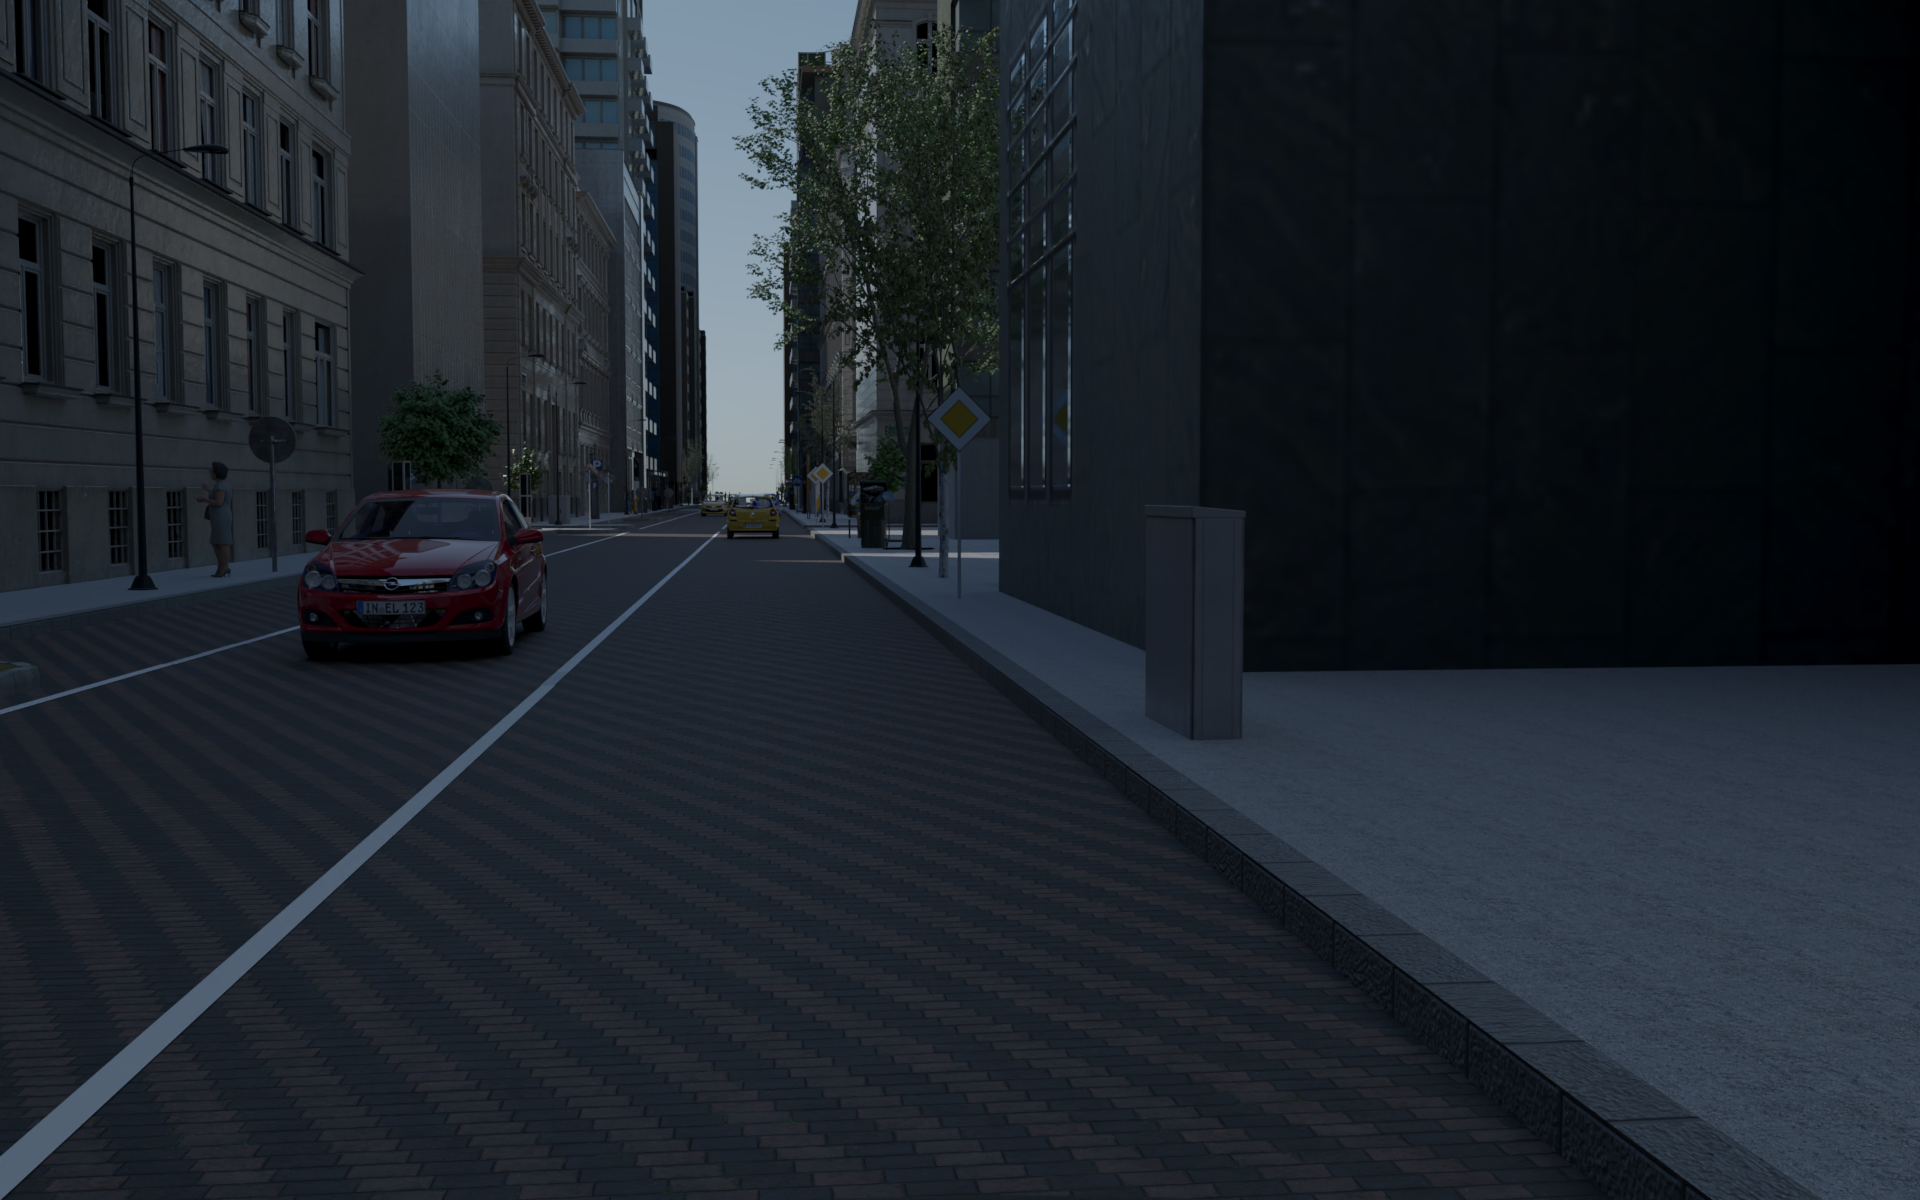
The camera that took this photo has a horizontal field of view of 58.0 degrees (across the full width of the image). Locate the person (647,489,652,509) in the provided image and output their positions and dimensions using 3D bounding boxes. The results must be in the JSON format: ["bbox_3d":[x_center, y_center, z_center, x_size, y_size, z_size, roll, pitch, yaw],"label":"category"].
[{"bbox_3d":[-25.958,-8.464,144.771,0.599,1.781,0.374,2,4,23],"label":"person"}]

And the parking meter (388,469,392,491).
[{"bbox_3d":[-13.102,-2.122,40.412,0.255,1.863,0.399,3,5,43],"label":"parking meter"}]

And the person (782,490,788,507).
[{"bbox_3d":[-17.960,-10.433,177.559,0.436,1.711,0.756,-2,4,-34],"label":"person"}]

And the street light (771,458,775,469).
[{"bbox_3d":[-19.526,-13.199,188.350,1.470,5.913,1.316,0,4,-7],"label":"street light"}]

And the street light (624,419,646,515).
[{"bbox_3d":[-20.090,-8.233,107.151,1.470,5.913,1.316,0,4,-7],"label":"street light"}]

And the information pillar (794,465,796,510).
[{"bbox_3d":[-13.297,-9.041,139.169,0.183,3.616,0.504,0,4,-5],"label":"information pillar"}]

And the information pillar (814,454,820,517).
[{"bbox_3d":[-8.145,-6.579,98.923,0.183,3.616,0.504,1,4,18],"label":"information pillar"}]

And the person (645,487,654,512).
[{"bbox_3d":[-22.366,-7.235,124.676,0.601,1.785,0.444,1,4,11],"label":"person"}]

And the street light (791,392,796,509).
[{"bbox_3d":[-6.771,-6.471,78.340,1.470,5.913,1.316,0,4,-7],"label":"street light"}]

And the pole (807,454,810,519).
[{"bbox_3d":[-7.810,-5.835,89.248,0.158,3.312,0.155,0,3,0],"label":"pole"}]

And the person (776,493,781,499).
[{"bbox_3d":[-29.179,-16.629,278.480,0.990,1.755,0.434,-1,4,-13],"label":"person"}]

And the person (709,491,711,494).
[{"bbox_3d":[-40.796,-16.961,283.298,0.705,1.831,1.348,1,4,19],"label":"person"}]

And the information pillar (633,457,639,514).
[{"bbox_3d":[-20.423,-7.209,109.228,0.183,3.616,0.504,2,4,28],"label":"information pillar"}]

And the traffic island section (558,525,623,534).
[{"bbox_3d":[-13.665,-2.540,63.813,2.009,0.180,2.903,0,4,-7],"label":"traffic island section"}]

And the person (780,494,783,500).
[{"bbox_3d":[-25.676,-14.912,250.541,0.721,1.739,1.217,-2,4,-34],"label":"person"}]

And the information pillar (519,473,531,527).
[{"bbox_3d":[-15.513,-3.507,61.829,0.304,2.012,0.304,1,4,9],"label":"information pillar"}]

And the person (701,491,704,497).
[{"bbox_3d":[-36.755,-14.768,248.026,0.721,1.766,1.217,1,4,11],"label":"person"}]

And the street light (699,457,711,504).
[{"bbox_3d":[-34.267,-15.807,230.986,1.470,5.913,1.316,0,4,-7],"label":"street light"}]

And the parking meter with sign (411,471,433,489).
[{"bbox_3d":[-14.860,-3.136,47.541,0.543,3.016,1.738,1,4,22],"label":"parking meter with sign"}]

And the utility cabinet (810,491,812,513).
[{"bbox_3d":[-9.920,-6.515,115.197,0.318,1.500,1.173,0,4,-4],"label":"utility cabinet"}]

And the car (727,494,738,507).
[{"bbox_3d":[-25.900,-11.676,199.692,1.959,1.807,4.718,-1,4,-8],"label":"car"}]

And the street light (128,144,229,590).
[{"bbox_3d":[-10.407,-3.091,23.083,1.470,5.913,1.316,0,4,-7],"label":"street light"}]

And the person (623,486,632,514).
[{"bbox_3d":[-21.584,-6.470,112.168,0.623,1.781,0.721,2,4,33],"label":"person"}]

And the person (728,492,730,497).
[{"bbox_3d":[-37.889,-16.814,284.109,0.721,1.736,1.217,2,4,32],"label":"person"}]

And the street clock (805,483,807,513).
[{"bbox_3d":[-10.464,-6.879,117.040,0.358,2.002,0.471,1,4,9],"label":"street clock"}]

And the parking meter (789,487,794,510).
[{"bbox_3d":[-13.827,-8.331,141.915,0.399,1.863,0.255,-1,4,-23],"label":"parking meter"}]

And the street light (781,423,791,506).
[{"bbox_3d":[-10.728,-8.587,112.933,1.470,5.913,1.316,0,4,-7],"label":"street light"}]

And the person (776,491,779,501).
[{"bbox_3d":[-27.393,-15.500,260.132,0.551,1.740,0.621,3,4,39],"label":"person"}]

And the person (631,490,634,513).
[{"bbox_3d":[-22.444,-7.002,119.893,0.474,1.900,0.648,0,4,5],"label":"person"}]

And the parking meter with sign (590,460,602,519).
[{"bbox_3d":[-18.757,-5.672,88.998,0.543,3.016,1.738,-1,4,-19],"label":"parking meter with sign"}]

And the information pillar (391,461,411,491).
[{"bbox_3d":[-12.360,-2.072,38.375,0.304,2.012,0.304,1,4,13],"label":"information pillar"}]

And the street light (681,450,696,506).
[{"bbox_3d":[-28.721,-12.823,182.199,1.470,5.913,1.316,0,4,-7],"label":"street light"}]

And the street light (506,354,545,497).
[{"bbox_3d":[-14.413,-5.190,57.398,1.470,5.913,1.316,0,4,-7],"label":"street light"}]

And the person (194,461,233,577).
[{"bbox_3d":[-11.506,-1.244,26.736,0.532,1.782,0.716,-1,4,-17],"label":"person"}]

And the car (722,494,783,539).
[{"bbox_3d":[-6.825,-2.866,57.086,2.015,1.641,3.980,0,4,-7],"label":"car"}]

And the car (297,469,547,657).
[{"bbox_3d":[-5.051,-0.465,16.638,2.155,1.783,4.494,0,4,-8],"label":"car"}]

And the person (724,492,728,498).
[{"bbox_3d":[-38.268,-16.753,282.423,0.705,1.823,1.348,3,5,42],"label":"person"}]

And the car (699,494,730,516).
[{"bbox_3d":[-15.907,-6.255,112.495,2.015,1.641,3.980,0,4,-5],"label":"car"}]

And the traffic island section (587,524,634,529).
[{"bbox_3d":[-14.576,-3.025,71.746,2.009,0.180,2.903,0,4,-7],"label":"traffic island section"}]

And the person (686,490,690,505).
[{"bbox_3d":[-31.074,-11.672,197.589,0.721,1.736,1.217,0,4,3],"label":"person"}]

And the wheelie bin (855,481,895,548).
[{"bbox_3d":[-2.026,-2.038,41.229,0.980,1.594,0.693,0,4,3],"label":"wheelie bin"}]

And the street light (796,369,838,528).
[{"bbox_3d":[-5.248,-5.633,64.644,1.470,5.913,1.316,0,4,-7],"label":"street light"}]

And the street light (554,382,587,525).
[{"bbox_3d":[-16.086,-6.054,71.528,1.470,5.913,1.316,0,4,-7],"label":"street light"}]

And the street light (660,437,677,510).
[{"bbox_3d":[-24.803,-10.718,147.787,1.470,5.913,1.316,0,4,-7],"label":"street light"}]

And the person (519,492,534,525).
[{"bbox_3d":[-17.695,-3.954,70.710,0.660,1.820,0.620,1,4,21],"label":"person"}]

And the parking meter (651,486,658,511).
[{"bbox_3d":[-23.069,-7.651,130.800,0.399,1.863,0.255,2,4,26],"label":"parking meter"}]

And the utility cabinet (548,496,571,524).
[{"bbox_3d":[-17.149,-3.850,74.106,1.020,1.237,0.306,2,4,30],"label":"utility cabinet"}]

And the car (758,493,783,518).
[{"bbox_3d":[-11.514,-5.706,102.891,1.945,1.707,3.694,0,4,-6],"label":"car"}]

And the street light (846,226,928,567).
[{"bbox_3d":[-1.271,-3.527,30.202,1.470,5.913,1.316,0,4,-7],"label":"street light"}]

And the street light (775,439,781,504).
[{"bbox_3d":[-15.402,-11.069,153.511,1.470,5.913,1.316,0,4,-7],"label":"street light"}]

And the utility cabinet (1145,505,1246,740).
[{"bbox_3d":[1.281,0.101,9.508,0.306,1.237,1.020,0,4,-8],"label":"utility cabinet"}]

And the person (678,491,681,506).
[{"bbox_3d":[-31.391,-11.406,194.005,0.415,1.643,0.593,-3,4,-38],"label":"person"}]
